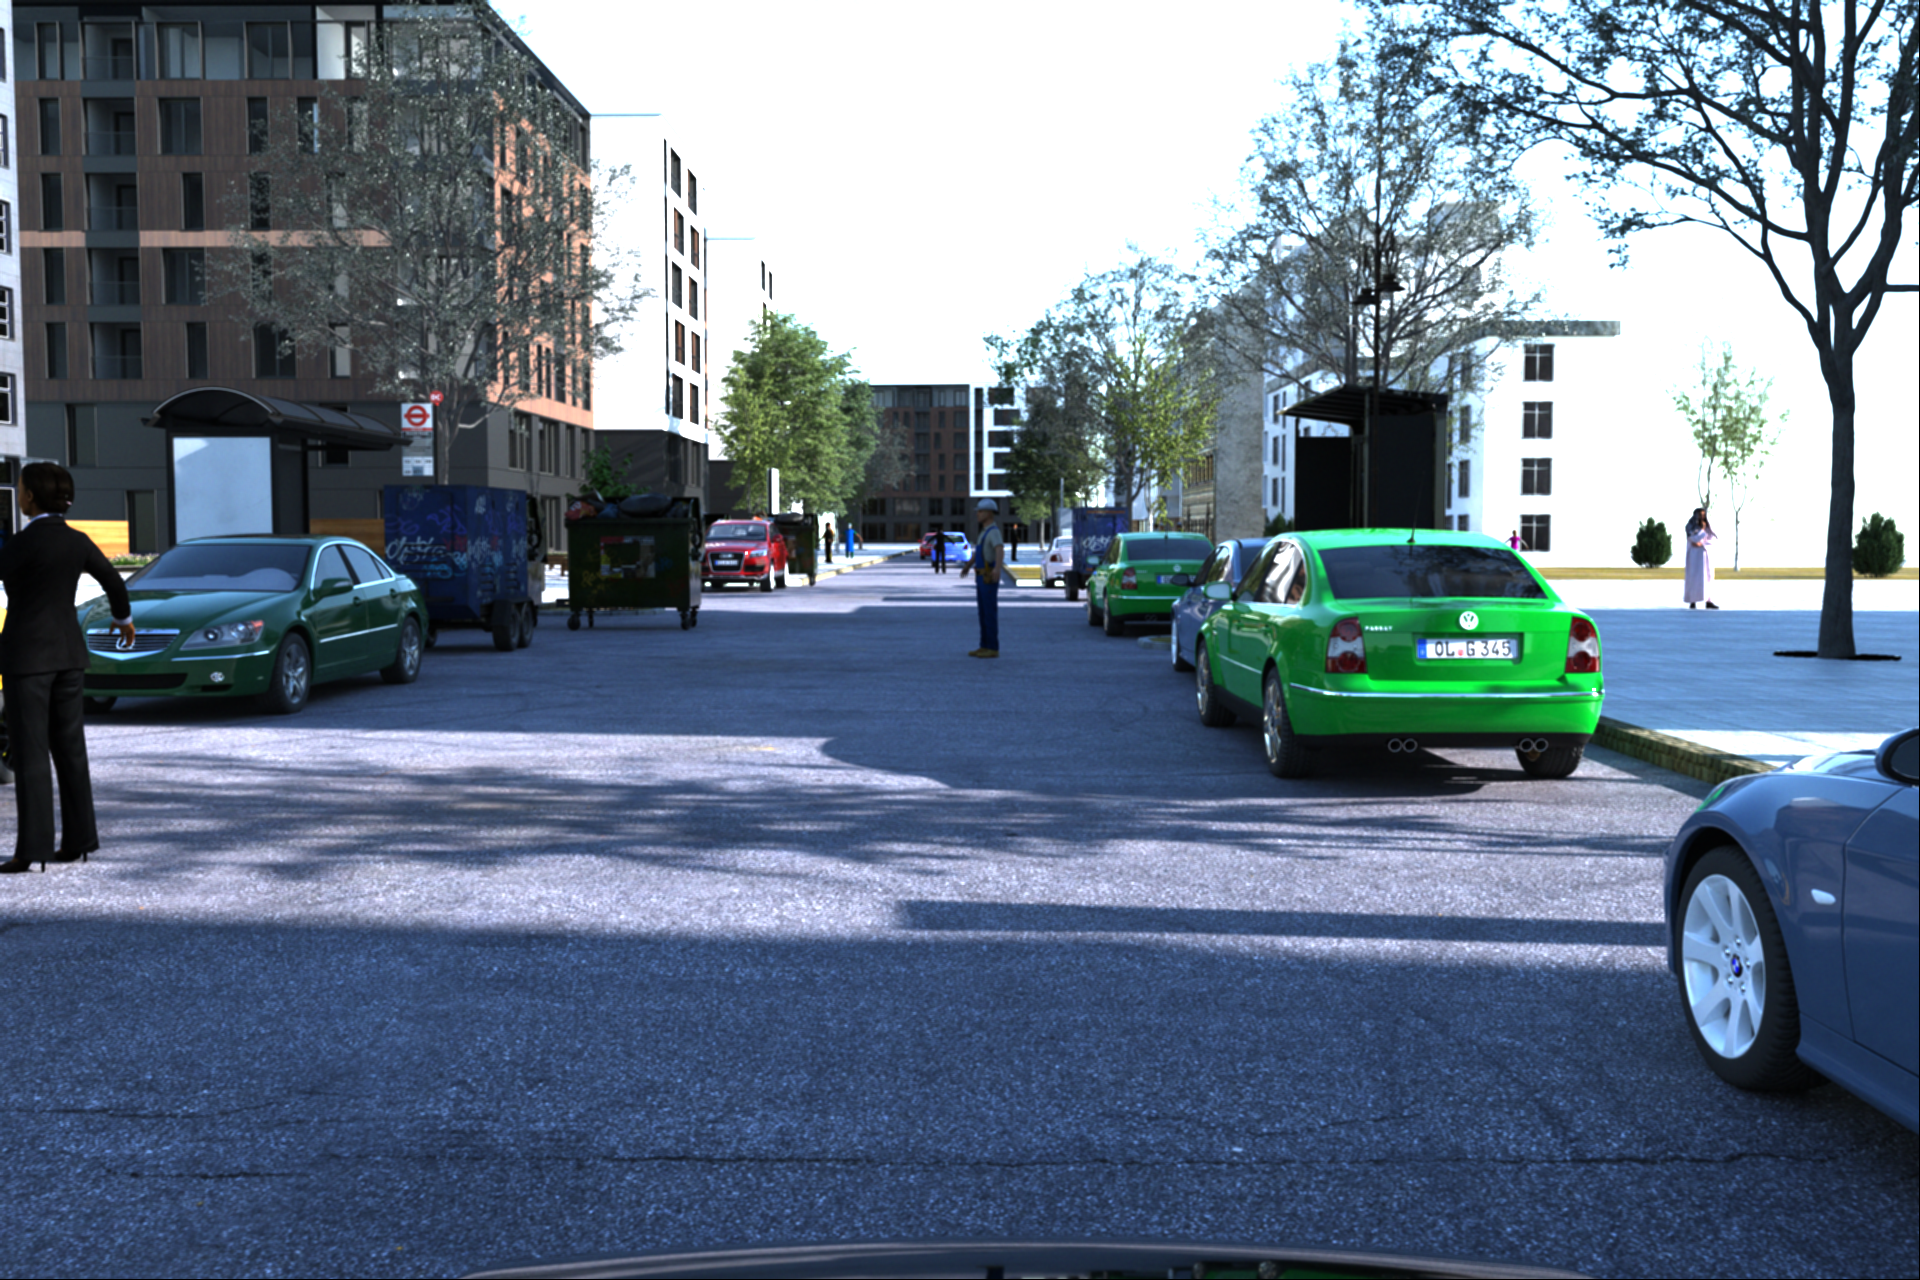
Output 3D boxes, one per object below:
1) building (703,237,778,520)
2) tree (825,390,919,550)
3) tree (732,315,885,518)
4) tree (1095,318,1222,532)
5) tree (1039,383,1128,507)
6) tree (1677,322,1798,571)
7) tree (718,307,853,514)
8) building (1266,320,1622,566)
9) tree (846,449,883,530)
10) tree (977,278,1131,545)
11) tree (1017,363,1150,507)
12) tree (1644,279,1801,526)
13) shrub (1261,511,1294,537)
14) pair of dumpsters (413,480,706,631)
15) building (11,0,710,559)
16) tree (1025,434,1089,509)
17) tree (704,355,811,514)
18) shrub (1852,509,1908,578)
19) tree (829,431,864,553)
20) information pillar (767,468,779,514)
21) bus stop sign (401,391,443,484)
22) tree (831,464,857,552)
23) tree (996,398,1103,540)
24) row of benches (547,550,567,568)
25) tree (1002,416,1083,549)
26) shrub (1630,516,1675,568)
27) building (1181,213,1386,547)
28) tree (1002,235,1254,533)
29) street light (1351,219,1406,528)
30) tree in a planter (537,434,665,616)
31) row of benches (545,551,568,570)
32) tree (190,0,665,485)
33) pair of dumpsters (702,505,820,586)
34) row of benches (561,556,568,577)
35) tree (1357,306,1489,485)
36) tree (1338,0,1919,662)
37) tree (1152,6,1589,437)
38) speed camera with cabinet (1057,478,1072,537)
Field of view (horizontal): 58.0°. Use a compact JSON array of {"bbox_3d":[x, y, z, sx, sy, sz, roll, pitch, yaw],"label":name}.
[{"bbox_3d":[-27.901,-16.727,117.459,27.936,21.610,32.646,0,4,0],"label":"building"},{"bbox_3d":[-8.295,-14.213,142.749,12.009,13.543,11.850,0,3,0],"label":"tree"},{"bbox_3d":[-8.855,-11.851,100.418,9.857,13.997,8.962,0,3,0],"label":"tree"},{"bbox_3d":[6.828,-6.698,59.868,4.737,8.622,4.395,0,3,0],"label":"tree"},{"bbox_3d":[6.363,-7.953,80.399,4.360,8.622,3.978,0,3,0],"label":"tree"},{"bbox_3d":[26.992,-6.694,59.810,4.360,8.622,3.978,0,3,0],"label":"tree"},{"bbox_3d":[-8.827,-10.330,87.024,7.486,12.596,7.792,0,3,0],"label":"tree"},{"bbox_3d":[21.402,-8.560,82.111,9.099,9.664,28.070,0,4,0],"label":"building"},{"bbox_3d":[-8.549,-11.093,131.728,4.360,8.622,3.978,0,3,0],"label":"tree"},{"bbox_3d":[7.210,-16.766,130.018,12.611,20.169,13.585,0,3,0],"label":"tree"},{"bbox_3d":[6.624,-9.748,93.798,7.601,10.594,8.767,-1,4,-10],"label":"tree"},{"bbox_3d":[21.807,-6.157,51.031,4.360,8.622,3.978,0,3,0],"label":"tree"},{"bbox_3d":[10.405,-3.162,56.120,1.690,2.028,1.600,0,3,0],"label":"shrub"},{"bbox_3d":[-6.123,-1.296,26.146,4.436,2.255,1.574,0,4,0],"label":"pair of dumpsters"},{"bbox_3d":[-28.475,-14.597,82.636,27.936,21.610,32.646,0,4,1],"label":"building"},{"bbox_3d":[6.336,-9.471,105.215,4.737,8.622,4.395,0,3,0],"label":"tree"},{"bbox_3d":[-8.497,-7.457,72.281,4.737,8.622,4.395,0,3,0],"label":"tree"},{"bbox_3d":[26.989,-2.845,50.936,1.690,2.028,1.600,0,3,0],"label":"shrub"},{"bbox_3d":[-8.203,-10.097,115.452,4.737,8.622,4.395,0,3,0],"label":"tree"},{"bbox_3d":[-6.738,-4.354,62.501,0.184,3.620,1.656,0,4,2],"label":"information pillar"},{"bbox_3d":[-9.957,-2.667,32.305,0.855,3.939,0.416,0,4,0],"label":"bus stop sign"},{"bbox_3d":[-8.706,-10.629,124.152,4.360,8.622,3.978,0,3,0],"label":"tree"},{"bbox_3d":[5.976,-10.981,113.952,7.601,10.594,8.767,1,4,15],"label":"tree"},{"bbox_3d":[-14.529,-3.056,65.423,4.104,0.672,1.422,2,4,28],"label":"row of benches"},{"bbox_3d":[7.163,-13.962,146.402,7.486,12.596,7.792,0,3,0],"label":"tree"},{"bbox_3d":[25.942,-3.702,64.942,1.690,2.028,1.600,0,3,0],"label":"shrub"},{"bbox_3d":[26.579,-18.052,126.086,19.493,23.208,18.063,0,4,0],"label":"building"},{"bbox_3d":[6.980,-9.793,70.483,12.009,13.543,11.850,0,3,0],"label":"tree"},{"bbox_3d":[6.214,-3.247,25.880,0.468,5.910,1.993,0,4,0],"label":"street light"},{"bbox_3d":[-6.405,-2.076,31.168,1.991,3.239,1.994,0,4,1],"label":"tree in a planter"},{"bbox_3d":[-14.384,-2.841,61.919,4.104,0.672,1.422,1,4,12],"label":"row of benches"},{"bbox_3d":[-11.668,-7.866,38.978,12.009,13.543,11.850,0,3,0],"label":"tree"},{"bbox_3d":[-6.111,-2.625,47.871,4.436,2.255,1.574,0,4,0],"label":"pair of dumpsters"},{"bbox_3d":[-11.146,-2.340,53.730,1.422,0.672,4.104,1,4,17],"label":"row of benches"},{"bbox_3d":[14.095,-6.409,55.143,4.360,8.622,3.978,0,3,0],"label":"tree"},{"bbox_3d":[8.994,-6.546,17.393,12.009,13.543,11.850,0,3,0],"label":"tree"},{"bbox_3d":[9.385,-7.948,40.322,12.009,13.543,11.850,0,3,0],"label":"tree"},{"bbox_3d":[3.776,-4.050,60.549,0.660,3.252,2.038,0,4,1],"label":"speed camera with cabinet"}]
